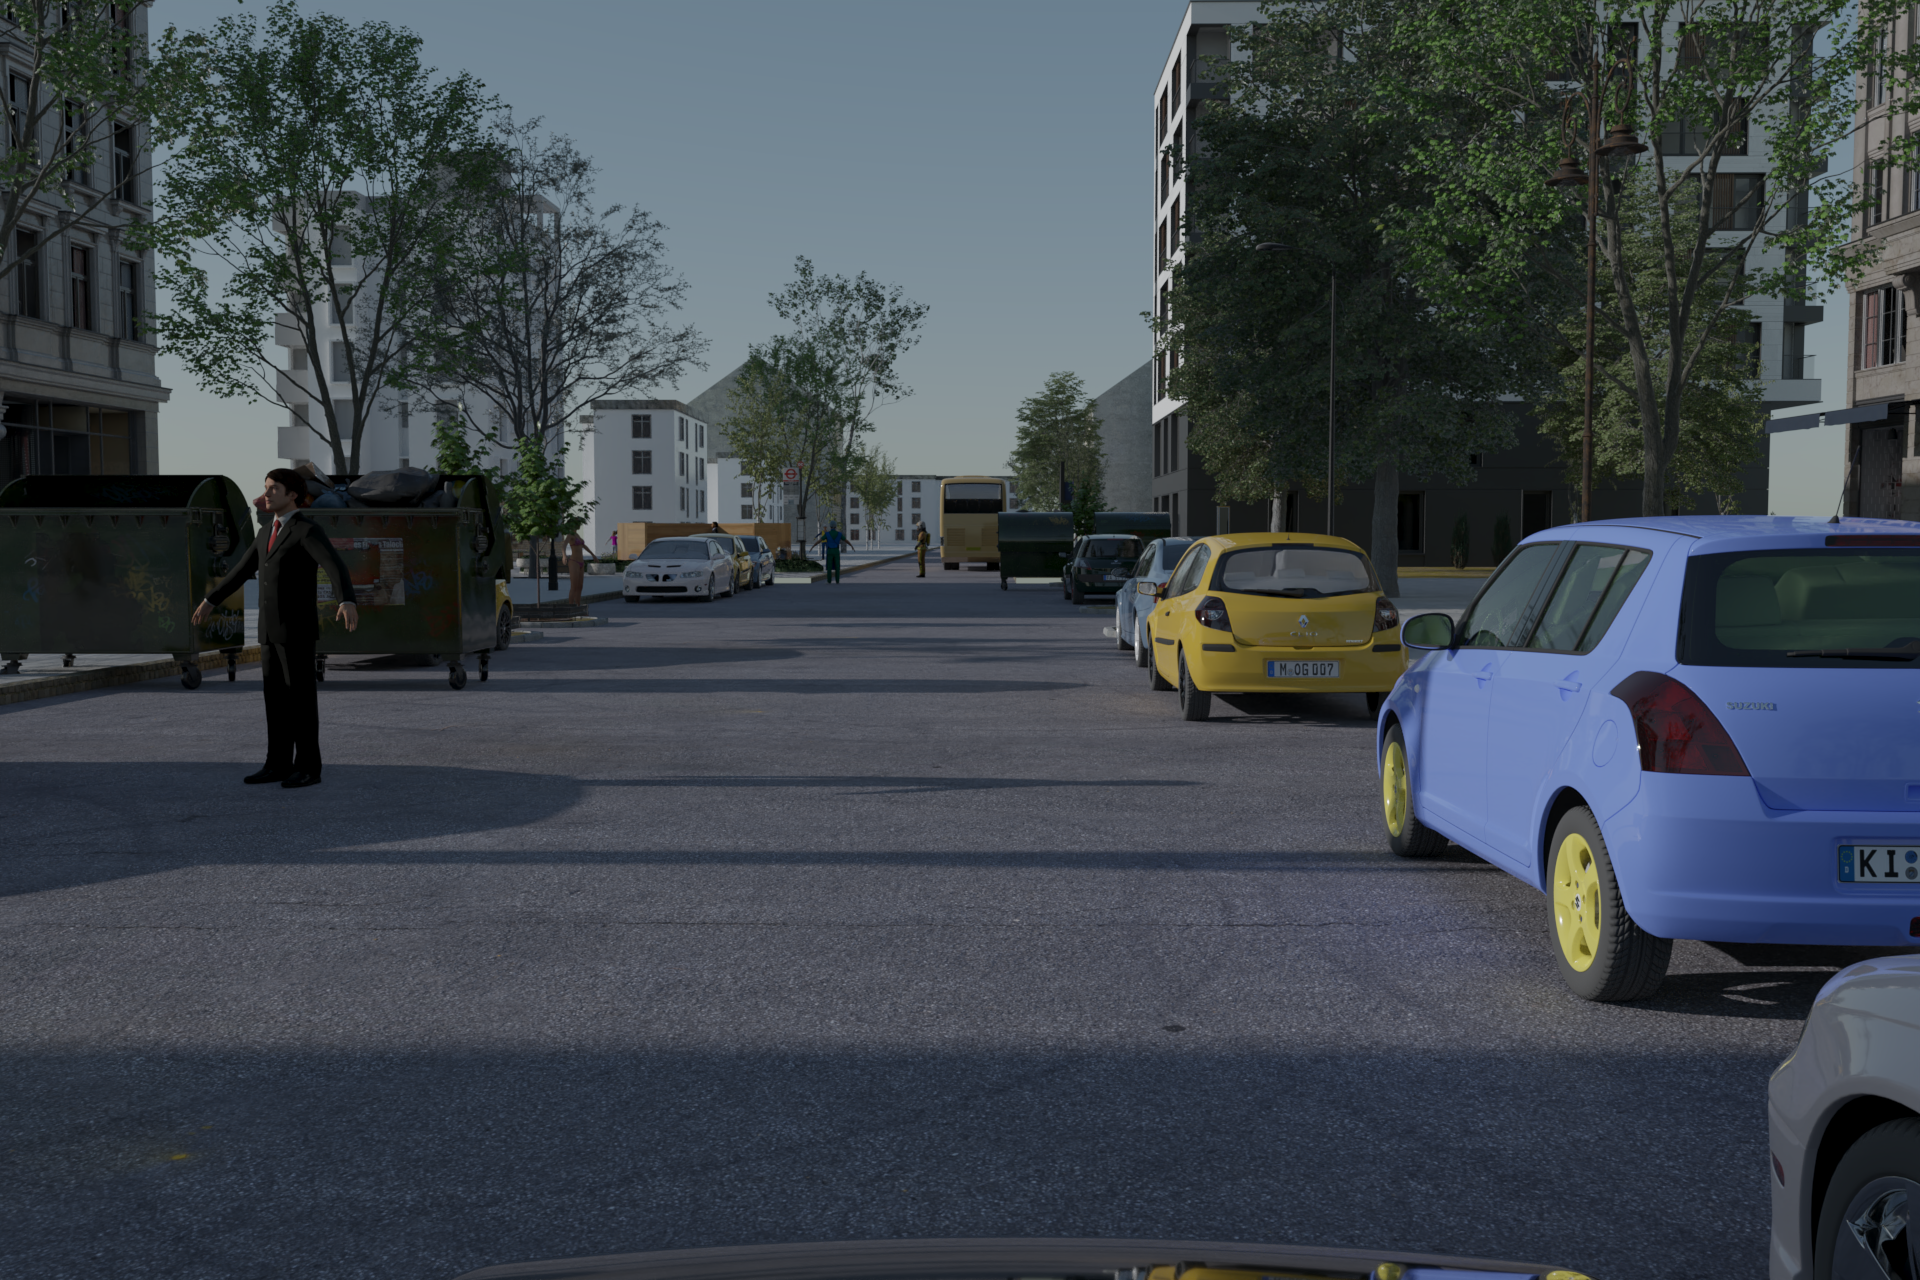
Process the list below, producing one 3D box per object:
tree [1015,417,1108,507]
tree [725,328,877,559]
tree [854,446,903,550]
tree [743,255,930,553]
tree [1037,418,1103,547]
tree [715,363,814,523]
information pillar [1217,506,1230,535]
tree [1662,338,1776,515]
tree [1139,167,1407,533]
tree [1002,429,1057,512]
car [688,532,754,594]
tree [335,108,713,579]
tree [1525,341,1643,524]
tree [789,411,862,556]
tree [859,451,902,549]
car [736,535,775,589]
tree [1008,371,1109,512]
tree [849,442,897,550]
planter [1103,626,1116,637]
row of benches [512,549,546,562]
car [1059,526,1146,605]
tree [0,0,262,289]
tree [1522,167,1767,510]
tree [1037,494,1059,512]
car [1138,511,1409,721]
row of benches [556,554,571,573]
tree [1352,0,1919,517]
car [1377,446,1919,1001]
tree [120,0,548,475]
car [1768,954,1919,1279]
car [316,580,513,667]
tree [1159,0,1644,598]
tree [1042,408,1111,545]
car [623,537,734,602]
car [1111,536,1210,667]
[{"bbox_3d":[7.872,-12.074,131.821,7.601,10.594,8.767,1,4,18],"label":"tree"},{"bbox_3d":[-8.113,-9.952,88.478,9.928,11.665,9.643,0,3,0],"label":"tree"},{"bbox_3d":[-7.080,-11.689,141.469,4.737,8.622,4.395,0,3,0],"label":"tree"},{"bbox_3d":[-8.478,-16.010,117.651,12.611,20.169,13.585,0,3,0],"label":"tree"},{"bbox_3d":[7.391,-9.666,108.397,4.360,8.622,3.978,0,3,0],"label":"tree"},{"bbox_3d":[-8.626,-7.675,75.854,4.737,8.622,4.395,0,3,0],"label":"tree"},{"bbox_3d":[6.942,-2.522,45.719,0.304,2.012,0.304,0,4,1],"label":"information pillar"},{"bbox_3d":[27.931,-6.929,63.655,4.737,8.622,4.395,0,3,0],"label":"tree"},{"bbox_3d":[10.850,-9.308,58.841,9.857,13.997,8.962,0,3,0],"label":"tree"},{"bbox_3d":[7.621,-13.069,148.095,7.601,10.594,8.767,2,4,25],"label":"tree"},{"bbox_3d":[-6.141,-1.985,42.678,2.015,1.641,3.980,0,4,1],"label":"car"},{"bbox_3d":[-12.344,-8.525,49.758,12.009,13.543,11.850,0,3,0],"label":"tree"},{"bbox_3d":[21.976,-6.852,62.400,4.360,8.622,3.978,0,3,0],"label":"tree"},{"bbox_3d":[-8.129,-9.291,102.272,4.737,8.622,4.395,0,3,0],"label":"tree"},{"bbox_3d":[-7.162,-12.427,153.542,4.737,8.622,4.395,0,3,0],"label":"tree"},{"bbox_3d":[-6.082,-2.144,47.062,2.014,1.417,4.499,0,4,1],"label":"car"},{"bbox_3d":[6.838,-12.390,120.708,7.486,12.596,7.792,0,3,0],"label":"tree"},{"bbox_3d":[-7.057,-11.376,136.356,4.737,8.622,4.395,0,3,0],"label":"tree"},{"bbox_3d":[3.056,-0.214,24.632,1.991,0.319,1.994,0,4,1],"label":"planter"},{"bbox_3d":[-17.834,-3.364,70.465,1.422,0.672,4.104,0,4,8],"label":"row of benches"},{"bbox_3d":[3.125,-1.641,36.620,2.009,1.686,4.222,0,3,0],"label":"car"},{"bbox_3d":[-12.581,-5.842,21.275,9.928,11.665,9.643,0,3,0],"label":"tree"},{"bbox_3d":[21.390,-8.344,54.559,7.486,12.596,7.792,0,3,0],"label":"tree"},{"bbox_3d":[12.718,-17.871,242.557,4.737,8.622,4.395,0,3,0],"label":"tree"},{"bbox_3d":[2.562,-0.273,14.685,2.015,1.641,3.980,0,4,1],"label":"car"},{"bbox_3d":[-11.590,-2.161,50.795,1.422,0.672,4.104,-1,4,-12],"label":"row of benches"},{"bbox_3d":[8.862,-5.873,21.783,9.928,11.665,9.643,0,3,0],"label":"tree"},{"bbox_3d":[2.744,0.183,6.598,1.945,1.707,3.694,0,4,1],"label":"car"},{"bbox_3d":[-11.928,-6.589,33.493,9.928,11.665,9.643,0,3,0],"label":"tree"},{"bbox_3d":[2.218,0.702,0.882,2.083,1.381,4.827,0,3,0],"label":"car"},{"bbox_3d":[-6.470,-0.596,19.970,2.015,1.641,3.980,0,4,1],"label":"car"},{"bbox_3d":[8.549,-7.835,34.753,9.857,13.997,8.962,0,3,0],"label":"tree"},{"bbox_3d":[6.790,-9.182,100.494,4.360,8.622,3.978,0,3,0],"label":"tree"},{"bbox_3d":[-6.097,-1.563,37.909,2.083,1.381,4.827,0,4,1],"label":"car"},{"bbox_3d":[2.781,-0.482,19.887,2.014,1.417,4.499,0,4,1],"label":"car"}]
